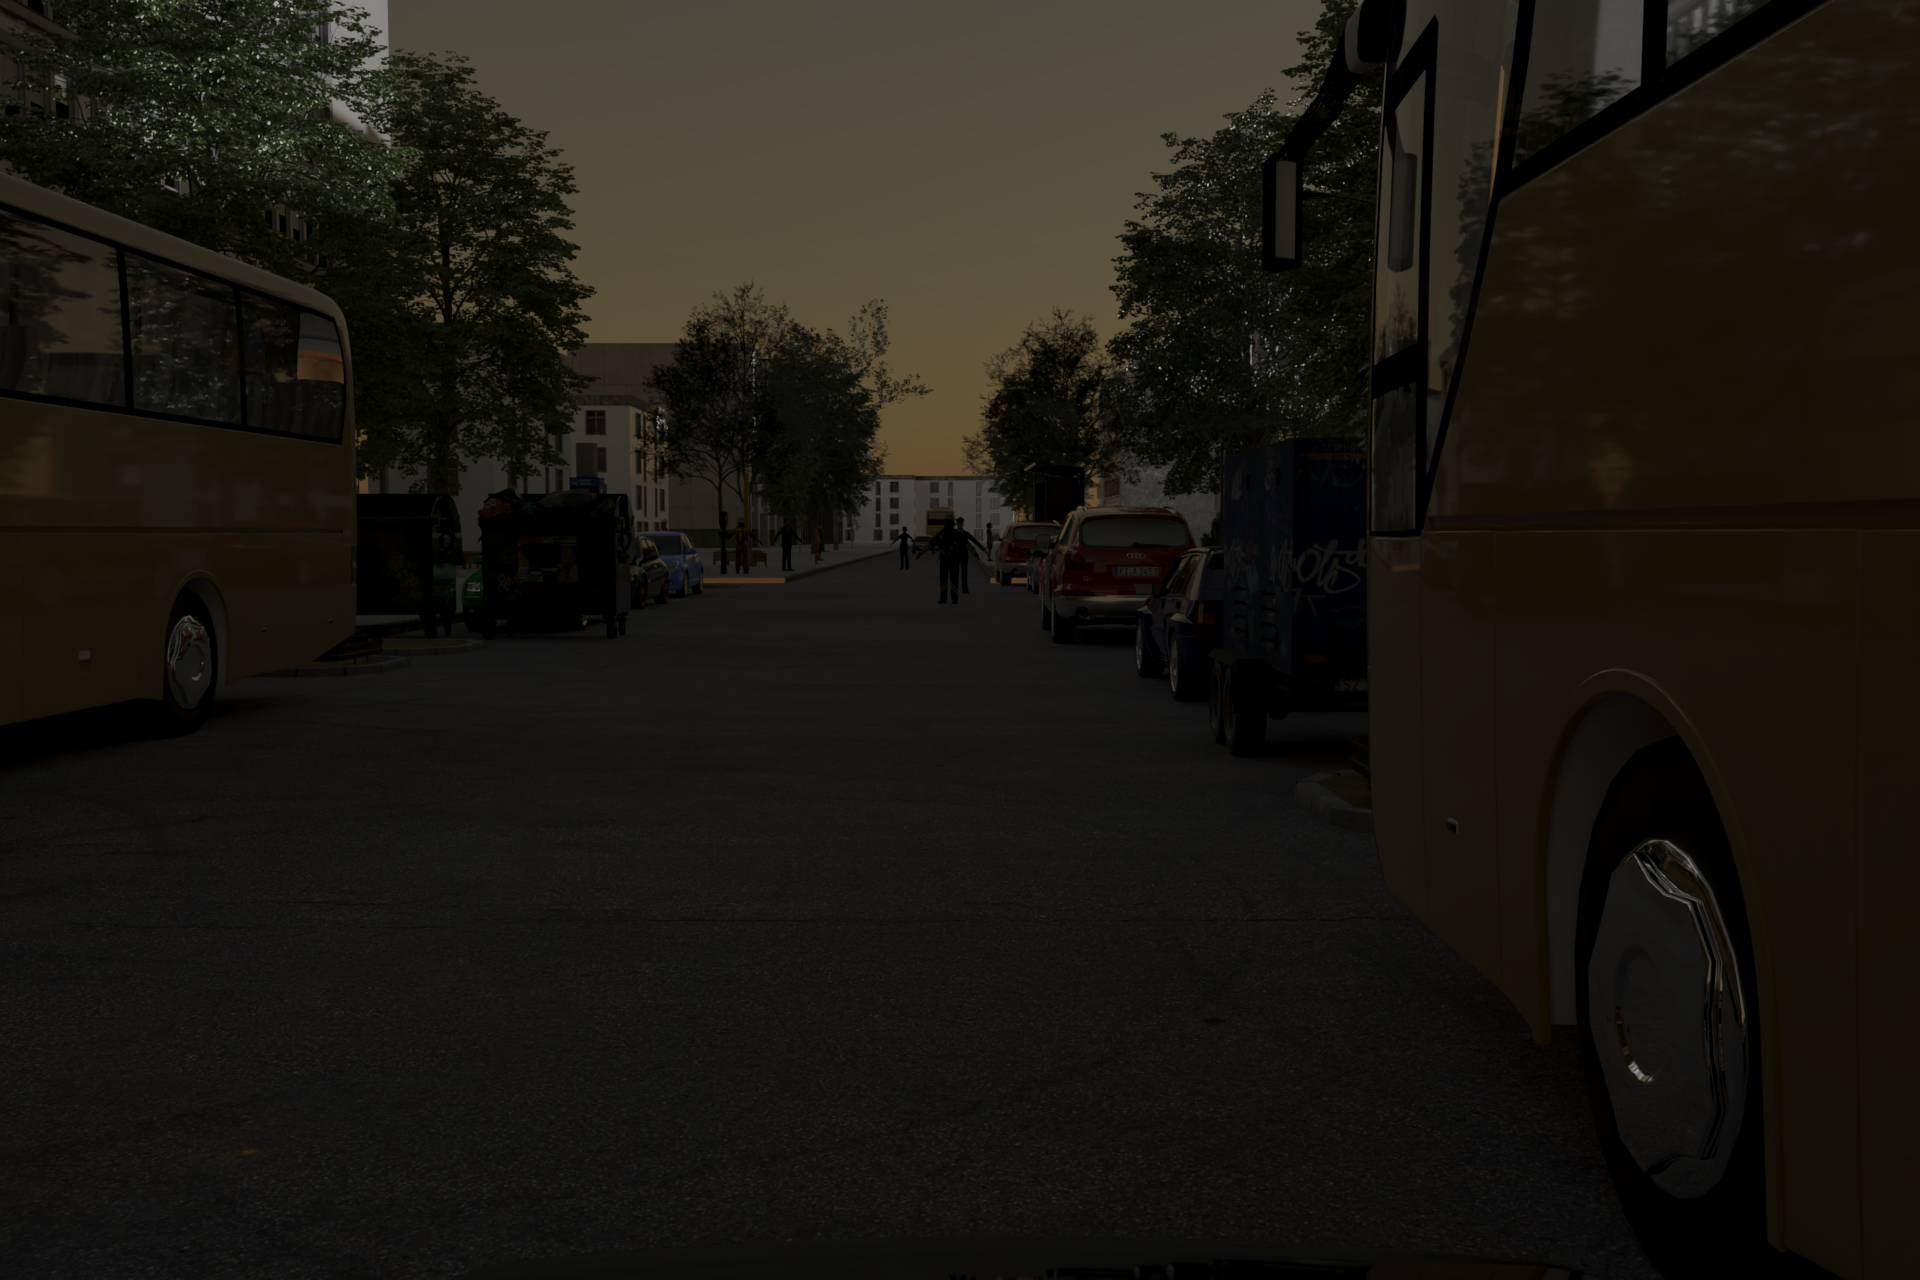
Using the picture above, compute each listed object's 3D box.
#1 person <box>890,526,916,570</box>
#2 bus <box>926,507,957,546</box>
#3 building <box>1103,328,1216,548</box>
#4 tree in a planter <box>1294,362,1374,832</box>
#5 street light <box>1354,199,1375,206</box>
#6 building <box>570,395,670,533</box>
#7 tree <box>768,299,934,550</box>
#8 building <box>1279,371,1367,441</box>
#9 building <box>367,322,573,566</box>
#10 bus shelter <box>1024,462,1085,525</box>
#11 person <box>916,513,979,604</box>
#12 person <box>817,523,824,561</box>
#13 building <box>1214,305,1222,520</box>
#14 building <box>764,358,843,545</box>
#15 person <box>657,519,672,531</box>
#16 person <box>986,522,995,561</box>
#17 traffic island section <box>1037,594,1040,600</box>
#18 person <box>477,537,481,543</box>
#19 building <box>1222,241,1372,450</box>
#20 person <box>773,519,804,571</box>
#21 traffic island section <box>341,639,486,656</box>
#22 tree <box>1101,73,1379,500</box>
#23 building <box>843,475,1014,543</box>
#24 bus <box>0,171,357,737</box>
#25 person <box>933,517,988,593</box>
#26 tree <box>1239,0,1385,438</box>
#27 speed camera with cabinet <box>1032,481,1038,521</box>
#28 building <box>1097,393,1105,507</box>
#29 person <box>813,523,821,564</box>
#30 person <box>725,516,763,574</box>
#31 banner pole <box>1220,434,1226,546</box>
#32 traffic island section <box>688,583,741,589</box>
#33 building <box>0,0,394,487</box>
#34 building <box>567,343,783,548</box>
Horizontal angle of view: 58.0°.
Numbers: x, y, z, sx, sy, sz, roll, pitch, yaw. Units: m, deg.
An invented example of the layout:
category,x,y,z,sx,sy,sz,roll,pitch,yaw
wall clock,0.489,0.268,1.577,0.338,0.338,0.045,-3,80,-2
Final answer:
category,x,y,z,sx,sy,sz,roll,pitch,yaw
person,-2.268,-3.673,69.236,1.216,1.740,0.721,-2,4,-33
bus,-1.689,-10.158,157.637,2.896,3.916,12.252,0,4,0
building,24.447,-20.928,173.107,19.493,23.208,18.063,0,4,0
tree in a planter,2.809,-0.716,8.925,1.991,3.239,1.994,0,4,-1
street light,6.248,-3.120,23.551,1.470,5.913,1.316,0,4,0
building,-24.373,-10.792,118.591,9.099,9.664,28.070,0,4,0
tree,-8.710,-17.298,138.706,12.611,20.169,13.585,0,3,0
building,22.305,-8.671,83.916,9.099,9.664,28.070,0,4,0
building,-23.019,-8.606,82.862,9.099,9.664,28.070,0,4,0
bus shelter,3.259,-4.193,59.837,1.731,3.624,6.357,0,4,-1
person,-0.235,-1.676,35.635,1.354,1.856,0.705,1,4,16
person,-6.778,-4.759,83.944,0.704,1.812,1.346,0,4,3
building,24.813,-16.887,132.522,16.016,20.090,11.380,0,3,0
building,-29.627,-22.859,217.716,27.936,21.610,32.646,0,4,0
person,-9.372,-2.971,55.036,1.216,1.772,0.721,-1,4,-17
person,1.428,-4.626,81.775,0.704,1.843,1.345,1,4,9
traffic island section,2.710,-0.941,38.248,1.991,0.108,1.994,0,4,0
person,-18.365,-3.795,68.227,1.347,1.806,0.705,0,4,-2
building,22.343,-15.688,112.921,16.016,20.090,11.380,0,4,0
person,-5.976,-3.288,59.982,0.704,1.802,1.346,3,5,44
traffic island section,-6.945,0.097,21.276,1.991,0.108,1.994,0,4,0
tree,8.259,-8.721,49.242,9.857,13.997,8.962,0,3,0
building,-6.281,-18.420,245.772,28.070,9.664,9.099,0,4,2
bus,-6.659,-1.093,9.417,2.896,3.916,12.252,0,4,0
person,0.009,-2.043,41.788,1.347,1.837,0.705,0,4,-6
tree,8.807,-6.907,31.054,7.486,12.596,7.792,0,3,0
speed camera with cabinet,3.034,-4.276,64.250,0.660,3.252,2.038,0,4,1
building,23.069,-22.620,226.256,16.016,20.090,11.380,0,4,0
person,-5.982,-4.069,73.334,0.721,1.733,1.217,-1,4,-8
person,-7.059,-3.072,55.990,1.354,1.858,0.705,0,4,4
banner pole,6.536,-3.243,43.032,0.401,3.779,0.863,0,3,0
traffic island section,-6.925,-1.446,46.516,1.991,0.108,1.994,0,3,0
building,-29.438,-14.255,40.671,19.016,26.051,41.698,0,4,1
building,-27.966,-18.944,176.195,16.747,18.905,31.486,0,4,0
